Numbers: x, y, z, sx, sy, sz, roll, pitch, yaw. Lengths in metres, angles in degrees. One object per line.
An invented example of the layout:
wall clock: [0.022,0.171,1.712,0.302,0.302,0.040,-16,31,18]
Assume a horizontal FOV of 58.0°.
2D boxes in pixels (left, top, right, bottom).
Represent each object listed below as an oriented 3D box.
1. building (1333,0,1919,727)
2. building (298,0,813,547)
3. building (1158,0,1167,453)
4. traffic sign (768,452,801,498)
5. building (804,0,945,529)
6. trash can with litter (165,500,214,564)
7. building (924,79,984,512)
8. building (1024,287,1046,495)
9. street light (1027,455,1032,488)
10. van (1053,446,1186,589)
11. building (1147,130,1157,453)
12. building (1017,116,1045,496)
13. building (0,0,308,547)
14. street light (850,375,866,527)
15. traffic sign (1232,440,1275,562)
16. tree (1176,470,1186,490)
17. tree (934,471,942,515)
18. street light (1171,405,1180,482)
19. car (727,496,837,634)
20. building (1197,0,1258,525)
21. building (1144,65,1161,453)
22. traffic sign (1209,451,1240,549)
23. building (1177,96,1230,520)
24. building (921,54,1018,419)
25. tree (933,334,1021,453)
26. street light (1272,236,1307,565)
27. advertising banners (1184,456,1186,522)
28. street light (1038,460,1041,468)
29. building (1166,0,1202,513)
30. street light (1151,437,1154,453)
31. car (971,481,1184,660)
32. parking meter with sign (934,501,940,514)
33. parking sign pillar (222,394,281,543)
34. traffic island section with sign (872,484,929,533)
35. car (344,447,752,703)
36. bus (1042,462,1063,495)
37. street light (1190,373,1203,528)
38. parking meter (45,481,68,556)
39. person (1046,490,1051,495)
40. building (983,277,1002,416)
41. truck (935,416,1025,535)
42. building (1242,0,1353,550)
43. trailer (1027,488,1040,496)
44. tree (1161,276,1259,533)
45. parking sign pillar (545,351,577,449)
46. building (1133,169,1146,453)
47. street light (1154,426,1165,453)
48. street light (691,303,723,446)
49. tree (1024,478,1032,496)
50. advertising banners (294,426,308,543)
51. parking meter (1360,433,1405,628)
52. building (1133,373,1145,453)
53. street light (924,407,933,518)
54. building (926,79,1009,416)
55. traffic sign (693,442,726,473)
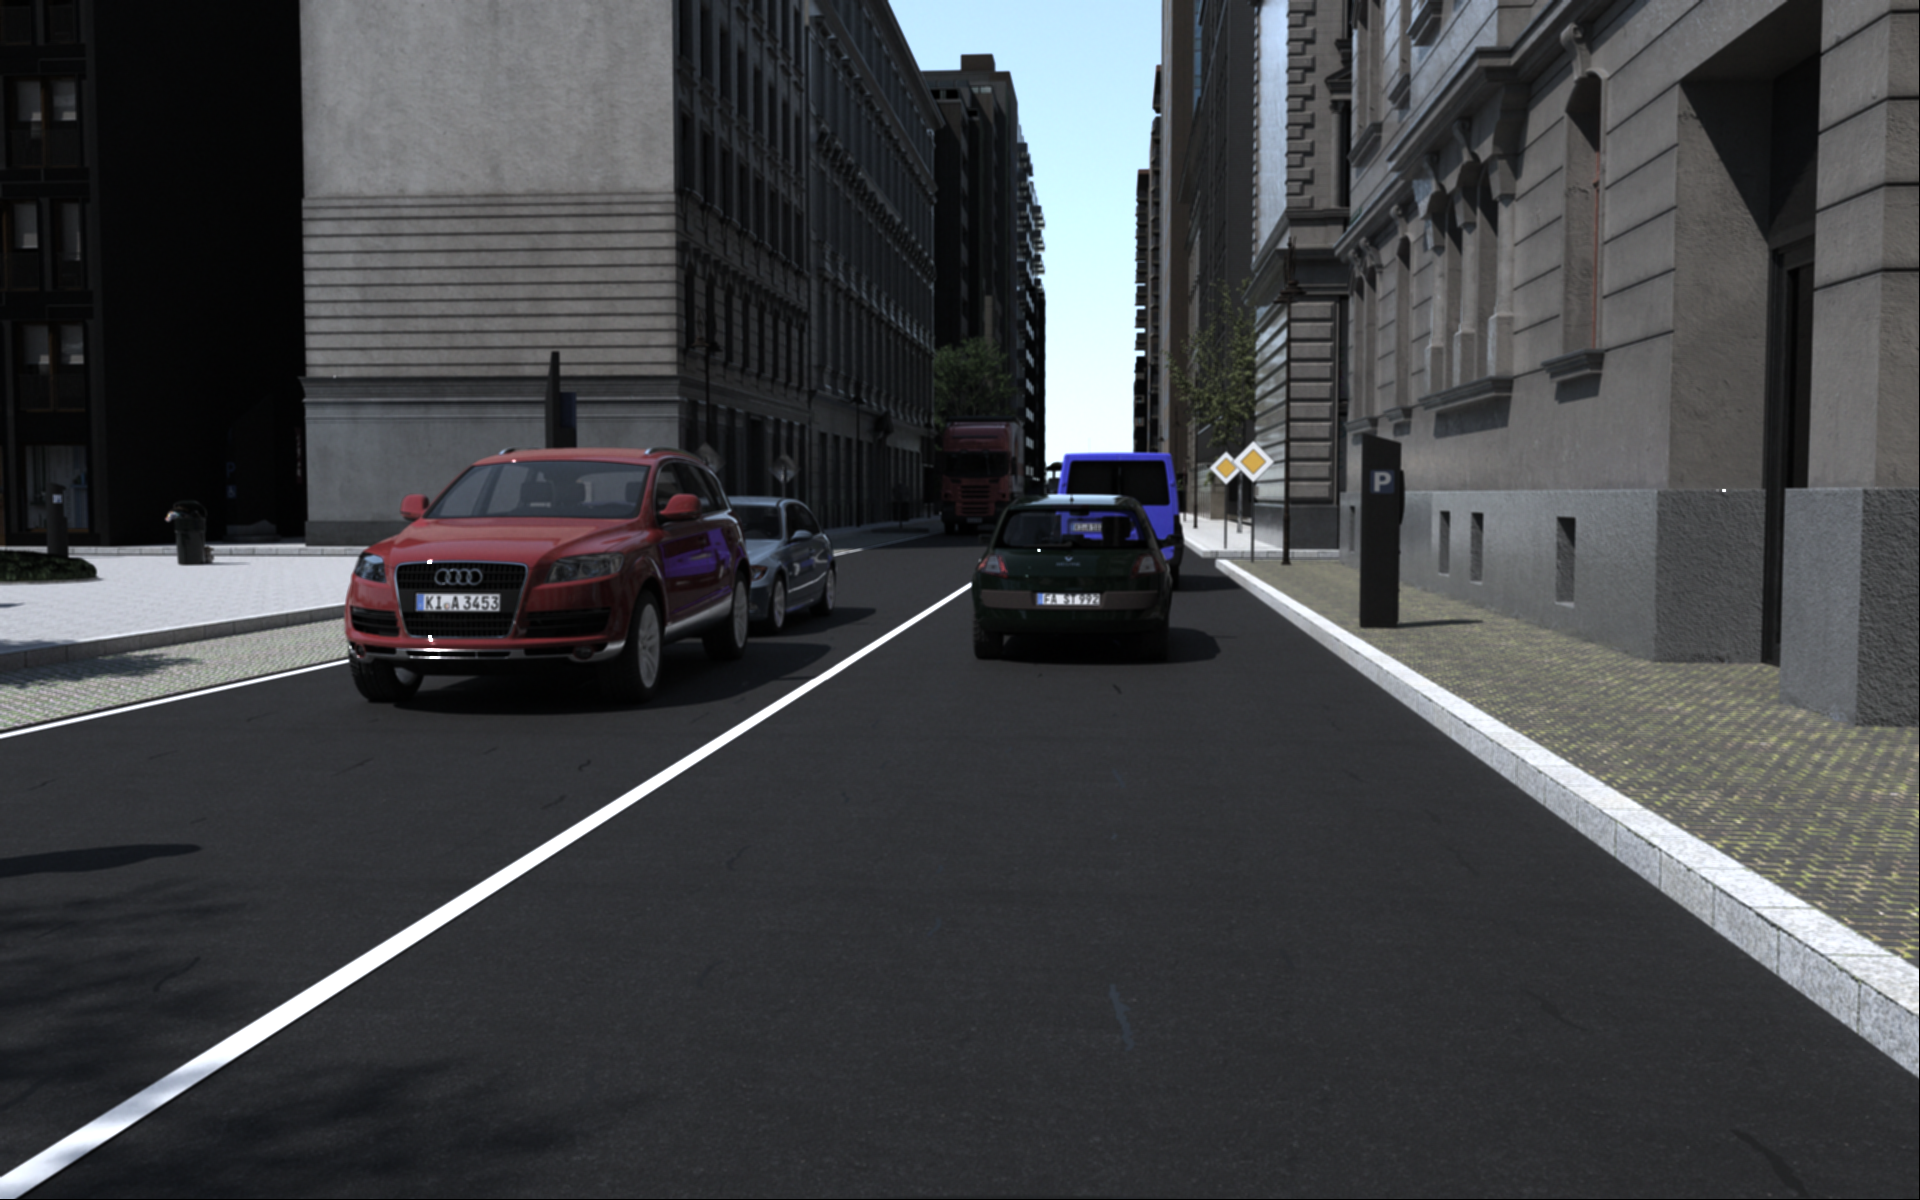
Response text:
building: [12.128,-14.178,19.201,14.401,28.519,23.554,0,4,5]
building: [-10.562,-12.298,50.216,9.793,20.994,18.267,0,4,5]
building: [27.400,-36.912,145.512,21.231,58.520,28.212,0,4,5]
traffic sign: [-4.197,-2.308,41.381,0.795,2.450,0.064,0,4,5]
building: [-11.074,-18.645,81.256,17.030,29.872,44.131,0,4,5]
trash can with litter: [-14.043,-1.239,31.647,0.624,1.170,1.055,-1,4,-9]
building: [-5.792,-21.573,124.415,14.160,30.474,14.107,0,4,5]
building: [4.480,-28.538,238.293,14.160,30.474,14.107,0,4,5]
street light: [8.083,-13.946,200.796,0.468,5.910,1.993,0,4,5]
van: [2.546,-1.433,27.810,2.240,2.365,5.245,0,4,6]
building: [29.494,-34.011,206.198,14.600,45.320,14.200,0,4,5]
building: [-2.341,-36.450,215.566,23.786,49.044,30.456,0,4,5]
building: [-27.927,-13.357,48.060,15.834,23.373,12.332,0,4,5]
street light: [-3.962,-5.785,67.377,0.468,5.910,1.993,0,4,5]
traffic sign: [5.490,-1.764,32.478,0.795,2.450,0.064,0,4,5]
tree: [14.417,-7.580,118.532,1.663,3.219,1.824,0,3,0]
tree: [-1.595,-6.735,104.723,1.663,3.219,1.824,0,3,0]
street light: [11.197,-7.158,89.825,0.468,5.910,1.993,0,4,5]
car: [-2.523,-0.446,19.292,2.014,1.417,4.499,0,4,7]
building: [17.626,-17.071,72.612,14.314,27.812,24.014,0,4,5]
building: [30.427,-31.836,175.136,22.147,44.769,28.867,0,4,5]
traffic sign: [6.203,-2.250,40.431,0.795,2.450,0.064,0,4,5]
building: [21.025,-16.285,99.551,16.112,22.955,30.059,0,4,5]
building: [-1.281,-32.487,181.267,14.600,45.320,14.200,0,4,5]
tree: [0.296,-11.418,112.443,9.928,11.665,9.643,0,3,0]
street light: [5.923,-3.578,31.281,0.468,5.910,1.993,0,4,5]
advertising banners: [10.473,-5.169,80.694,0.090,3.025,2.074,1,4,9]
street light: [10.310,-15.463,225.612,0.468,5.910,1.993,0,4,5]
building: [21.963,-29.054,125.149,14.600,45.320,14.200,0,4,5]
street light: [15.695,-10.272,140.737,0.468,5.910,1.993,0,4,5]
car: [1.118,-0.404,16.398,2.009,1.686,4.222,0,4,6]
parking meter with sign: [-2.123,-6.761,106.809,1.738,3.016,0.543,0,4,5]
parking sign pillar: [-18.904,-3.526,46.117,1.447,3.967,1.447,2,4,25]
traffic island section with sign: [-2.185,-3.403,64.260,1.989,1.847,2.006,0,4,5]
car: [-3.009,-0.303,13.632,2.281,1.827,5.304,0,4,4]
bus: [8.186,-8.784,135.161,2.896,3.916,12.252,0,4,6]
street light: [8.865,-5.641,65.018,0.468,5.910,1.993,0,4,5]
parking meter: [-18.110,-1.610,34.729,0.372,1.533,0.369,0,3,0]
person: [6.004,-6.658,118.075,1.217,1.735,0.721,-1,4,-9]
building: [-11.223,-18.459,146.837,27.650,21.520,28.899,0,4,5]
truck: [0.912,-4.618,64.412,2.839,4.237,11.283,0,4,5]
building: [17.127,-13.109,43.213,19.941,23.489,11.050,0,4,5]
trailer: [6.646,-9.189,157.284,1.471,1.999,3.904,0,4,6]
tree: [9.054,-6.534,57.186,4.737,8.622,4.395,0,3,0]
parking sign pillar: [-7.728,-2.752,33.475,1.447,3.967,1.447,-1,4,-20]
building: [34.151,-35.094,228.405,22.147,44.769,28.867,0,4,5]
street light: [13.324,-8.689,114.853,0.468,5.910,1.993,0,4,5]
street light: [-6.134,-4.242,42.152,0.468,5.910,1.993,0,4,5]
tree: [7.370,-12.069,191.930,1.663,3.219,1.824,0,3,0]
advertising banners: [-17.257,-3.038,45.865,0.090,3.025,2.074,0,4,-3]
parking meter: [4.056,-0.668,16.632,0.399,1.863,0.255,1,4,11]
building: [39.884,-25.291,258.553,27.650,21.520,28.899,0,4,5]
street light: [-1.657,-7.309,92.285,0.468,5.910,1.993,0,4,5]
building: [-2.726,-29.576,167.169,14.154,41.232,14.086,0,4,5]
traffic sign: [-4.911,-1.822,33.428,0.795,2.450,0.064,0,4,5]
